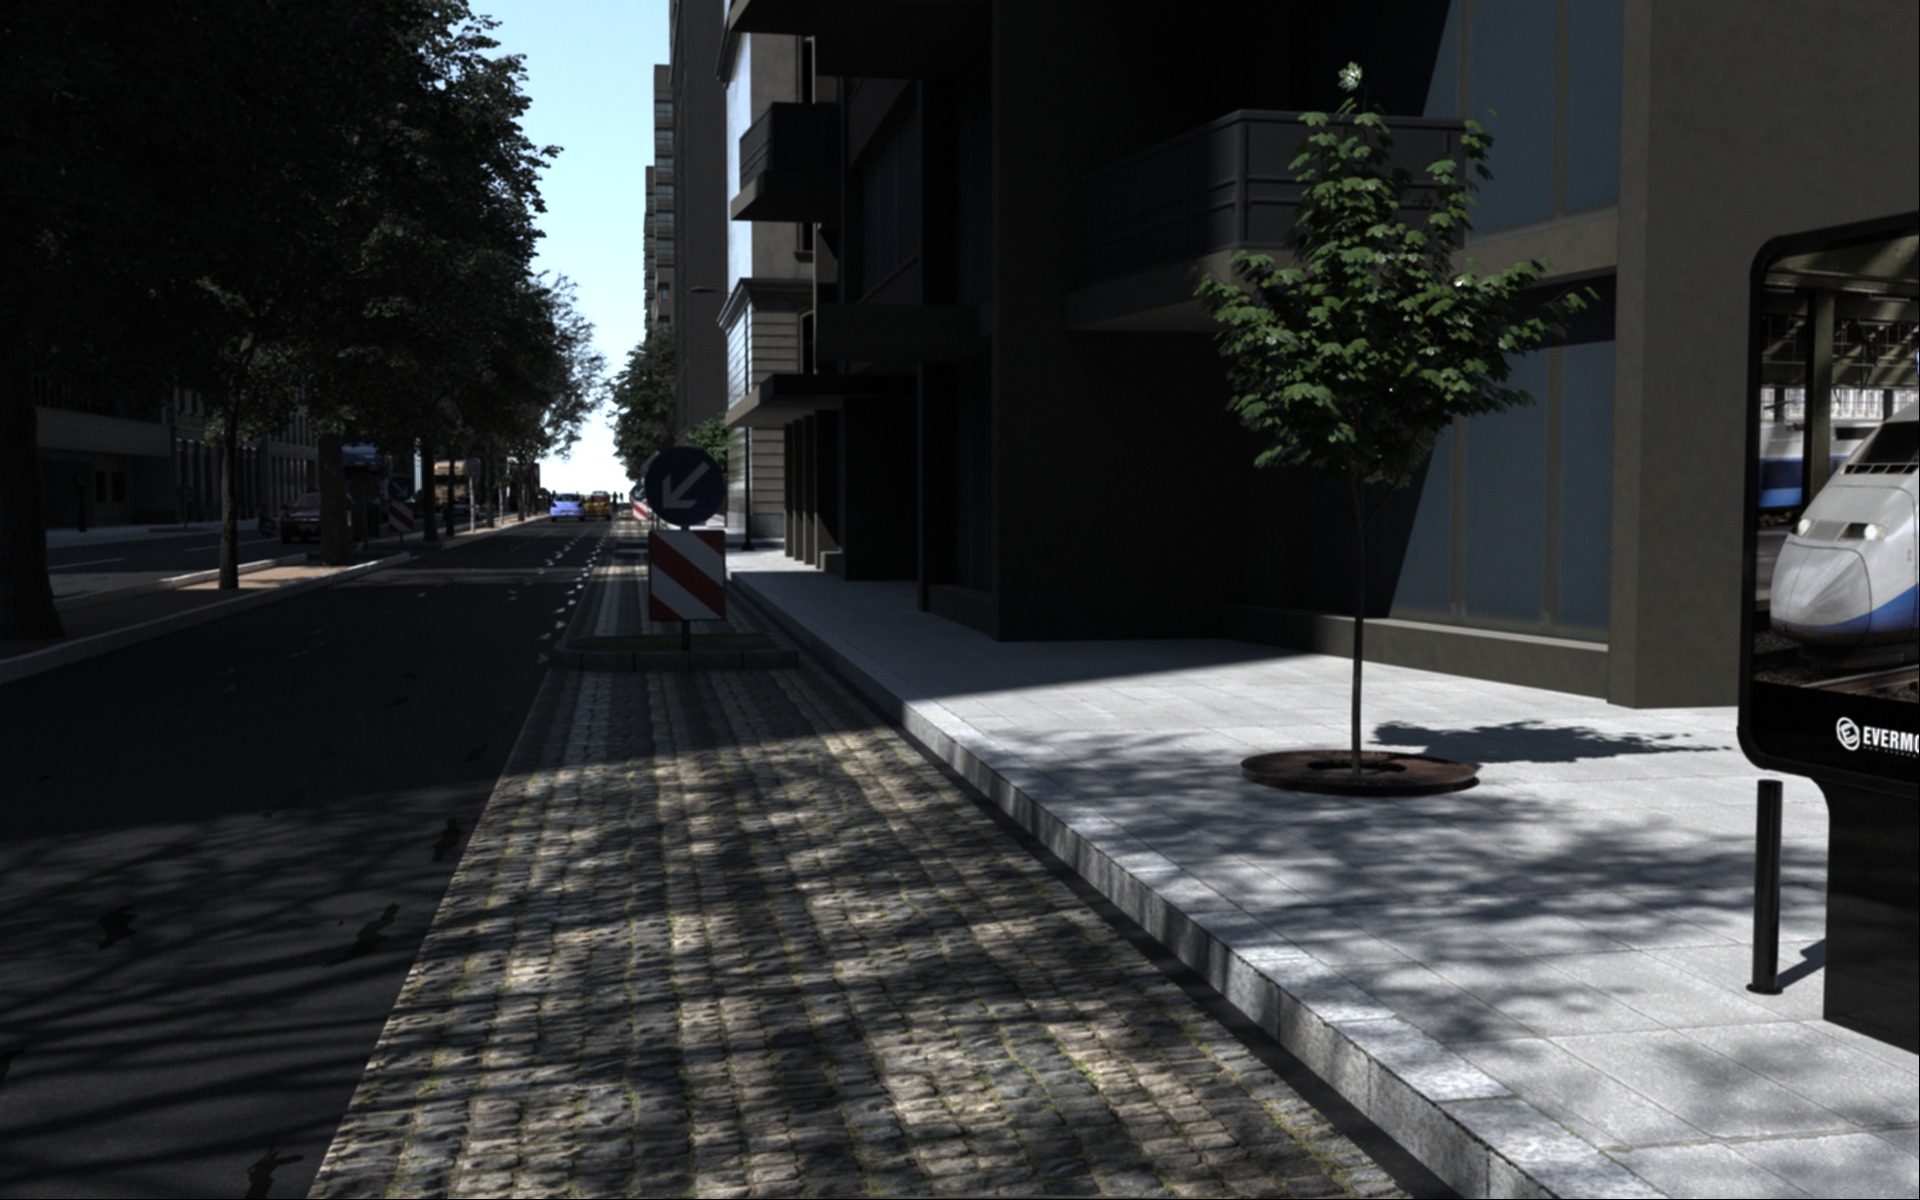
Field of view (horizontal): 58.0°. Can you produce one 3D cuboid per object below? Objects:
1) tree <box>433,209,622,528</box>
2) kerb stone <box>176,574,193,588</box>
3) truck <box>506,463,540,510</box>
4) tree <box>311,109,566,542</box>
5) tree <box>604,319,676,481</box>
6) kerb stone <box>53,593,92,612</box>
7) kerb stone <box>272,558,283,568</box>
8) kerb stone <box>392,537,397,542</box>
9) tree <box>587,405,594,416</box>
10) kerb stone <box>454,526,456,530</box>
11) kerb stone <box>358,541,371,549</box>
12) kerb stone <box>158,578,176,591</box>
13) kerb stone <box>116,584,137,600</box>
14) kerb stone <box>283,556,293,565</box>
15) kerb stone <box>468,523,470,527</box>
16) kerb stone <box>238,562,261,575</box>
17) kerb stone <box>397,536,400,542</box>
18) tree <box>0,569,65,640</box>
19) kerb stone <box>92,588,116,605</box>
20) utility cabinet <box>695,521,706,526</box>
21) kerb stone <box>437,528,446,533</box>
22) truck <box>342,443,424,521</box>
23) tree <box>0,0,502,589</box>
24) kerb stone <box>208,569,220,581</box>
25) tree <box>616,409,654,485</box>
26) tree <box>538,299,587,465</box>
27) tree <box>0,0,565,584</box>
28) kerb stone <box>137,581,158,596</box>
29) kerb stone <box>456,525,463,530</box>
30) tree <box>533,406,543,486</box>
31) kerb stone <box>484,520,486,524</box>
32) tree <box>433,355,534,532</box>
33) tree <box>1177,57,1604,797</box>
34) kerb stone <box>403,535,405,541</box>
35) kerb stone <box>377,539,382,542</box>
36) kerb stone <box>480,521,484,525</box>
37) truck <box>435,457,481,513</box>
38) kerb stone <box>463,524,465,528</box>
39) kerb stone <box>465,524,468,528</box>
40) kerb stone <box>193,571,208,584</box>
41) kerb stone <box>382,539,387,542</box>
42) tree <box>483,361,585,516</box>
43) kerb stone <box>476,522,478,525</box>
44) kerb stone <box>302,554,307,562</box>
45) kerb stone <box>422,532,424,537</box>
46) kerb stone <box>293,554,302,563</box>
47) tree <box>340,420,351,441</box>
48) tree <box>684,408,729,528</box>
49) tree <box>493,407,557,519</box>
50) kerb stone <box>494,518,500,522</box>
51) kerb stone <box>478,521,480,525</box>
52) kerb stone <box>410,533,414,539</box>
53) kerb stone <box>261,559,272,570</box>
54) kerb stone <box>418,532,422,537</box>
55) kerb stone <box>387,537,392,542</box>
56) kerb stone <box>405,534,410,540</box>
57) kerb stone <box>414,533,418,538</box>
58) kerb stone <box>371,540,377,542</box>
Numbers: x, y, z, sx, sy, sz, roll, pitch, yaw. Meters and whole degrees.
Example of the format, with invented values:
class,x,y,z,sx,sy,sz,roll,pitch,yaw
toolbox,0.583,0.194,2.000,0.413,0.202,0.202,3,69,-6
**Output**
class,x,y,z,sx,sy,sz,roll,pitch,yaw
tree,-19.673,-9.735,71.990,12.009,13.543,11.850,0,3,0
kerb stone,-12.024,-0.264,26.640,0.120,0.150,1.000,-1,4,-11
truck,-39.363,-10.256,156.604,2.839,4.237,11.283,-1,4,-12
tree,-15.465,-7.943,50.456,7.486,12.596,7.792,0,3,0
tree,-21.550,-13.535,127.954,9.857,13.997,8.962,0,3,0
kerb stone,-11.074,0.048,21.601,0.120,0.150,1.000,-1,4,-11
kerb stone,-13.387,-0.703,33.690,0.120,0.150,1.000,-1,4,-11
kerb stone,-16.571,-1.717,50.324,0.120,0.150,1.000,-1,4,-11
tree,-26.384,-10.302,105.310,8.767,10.594,7.601,-1,4,-11
kerb stone,-19.855,-2.768,67.459,0.120,0.150,1.000,-1,4,-11
kerb stone,-15.612,-1.412,45.290,0.120,0.150,1.000,-1,4,-11
kerb stone,-11.838,-0.209,25.634,0.120,0.150,1.000,-1,4,-11
kerb stone,-11.454,-0.086,23.610,0.120,0.150,1.000,-1,4,-11
kerb stone,-13.580,-0.761,34.694,0.120,0.150,1.000,-1,4,-11
kerb stone,-21.011,-3.135,73.492,0.120,0.150,1.000,-1,4,-11
kerb stone,-12.998,-0.579,31.663,0.120,0.150,1.000,-1,4,-11
kerb stone,-16.769,-1.782,51.332,0.120,0.150,1.000,-1,4,-11
tree,-9.232,-6.576,16.626,9.857,13.997,8.962,0,3,0
kerb stone,-11.261,-0.025,22.606,0.120,0.150,1.000,-1,4,-11
utility cabinet,-10.693,-3.578,69.658,0.306,1.237,1.020,3,5,42
kerb stone,-19.283,-2.584,64.441,0.120,0.150,1.000,-1,4,-11
truck,-32.257,-6.544,96.759,2.967,4.110,18.799,-1,4,-11
tree,-10.952,-5.413,25.373,8.767,10.594,7.601,-1,4,-11
kerb stone,-12.411,-0.395,28.647,0.120,0.150,1.000,-1,4,-11
tree,-35.510,-17.520,203.464,9.611,12.733,9.660,0,3,0
tree,-17.215,-7.406,57.950,8.767,10.594,7.601,-1,4,-11
tree,-12.384,-7.636,33.968,9.857,13.997,8.962,0,3,0
kerb stone,-11.643,-0.148,24.621,0.120,0.150,1.000,-1,4,-11
kerb stone,-20.435,-2.948,70.472,0.120,0.150,1.000,-1,4,-11
tree,-21.297,-7.794,80.248,4.360,8.622,3.978,0,3,0
kerb stone,-22.554,-3.625,81.537,0.120,0.150,1.000,-1,4,-11
tree,-18.073,-6.802,64.025,4.360,8.622,3.978,0,3,0
tree,1.723,-0.811,7.863,1.663,3.219,1.824,0,3,0
kerb stone,-16.961,-1.844,52.339,0.120,0.150,1.000,-1,4,-11
kerb stone,-15.996,-1.531,47.305,0.120,0.150,1.000,-1,4,-11
kerb stone,-22.359,-3.568,80.534,0.120,0.150,1.000,-1,4,-11
truck,-38.779,-8.843,133.488,2.839,4.237,11.283,-1,4,-9
kerb stone,-20.630,-3.013,71.480,0.120,0.150,1.000,-1,4,-11
kerb stone,-20.816,-3.075,72.488,0.120,0.150,1.000,-1,4,-11
kerb stone,-12.223,-0.333,27.642,0.120,0.150,1.000,-1,4,-11
kerb stone,-16.184,-1.597,48.309,0.120,0.150,1.000,-1,4,-11
tree,-28.274,-11.384,114.333,9.928,11.665,9.643,0,3,0
kerb stone,-21.782,-3.383,77.508,0.120,0.150,1.000,-1,4,-11
kerb stone,-13.961,-0.888,36.711,0.120,0.150,1.000,-1,4,-11
kerb stone,-17.926,-2.152,57.385,0.120,0.150,1.000,-1,4,-11
kerb stone,-13.776,-0.826,35.702,0.120,0.150,1.000,-1,4,-11
tree,-41.857,-9.996,113.789,4.737,8.622,4.395,0,3,0
tree,-9.068,-5.057,66.398,4.285,4.588,4.351,0,3,0
tree,-24.662,-8.849,97.507,4.737,8.622,4.395,0,3,0
kerb stone,-24.684,-4.308,92.631,0.120,0.150,1.000,-1,4,-11
kerb stone,-21.984,-3.441,78.524,0.120,0.150,1.000,-1,4,-11
kerb stone,-17.346,-1.967,54.356,0.120,0.150,1.000,-1,4,-11
kerb stone,-13.189,-0.641,32.671,0.120,0.150,1.000,-1,4,-11
kerb stone,-17.733,-2.090,56.375,0.120,0.150,1.000,-1,4,-11
kerb stone,-16.378,-1.656,49.320,0.120,0.150,1.000,-1,4,-11
kerb stone,-17.152,-1.905,53.353,0.120,0.150,1.000,-1,4,-11
kerb stone,-17.534,-2.026,55.367,0.120,0.150,1.000,-1,4,-11
kerb stone,-15.801,-1.465,46.298,0.120,0.150,1.000,-1,4,-11
